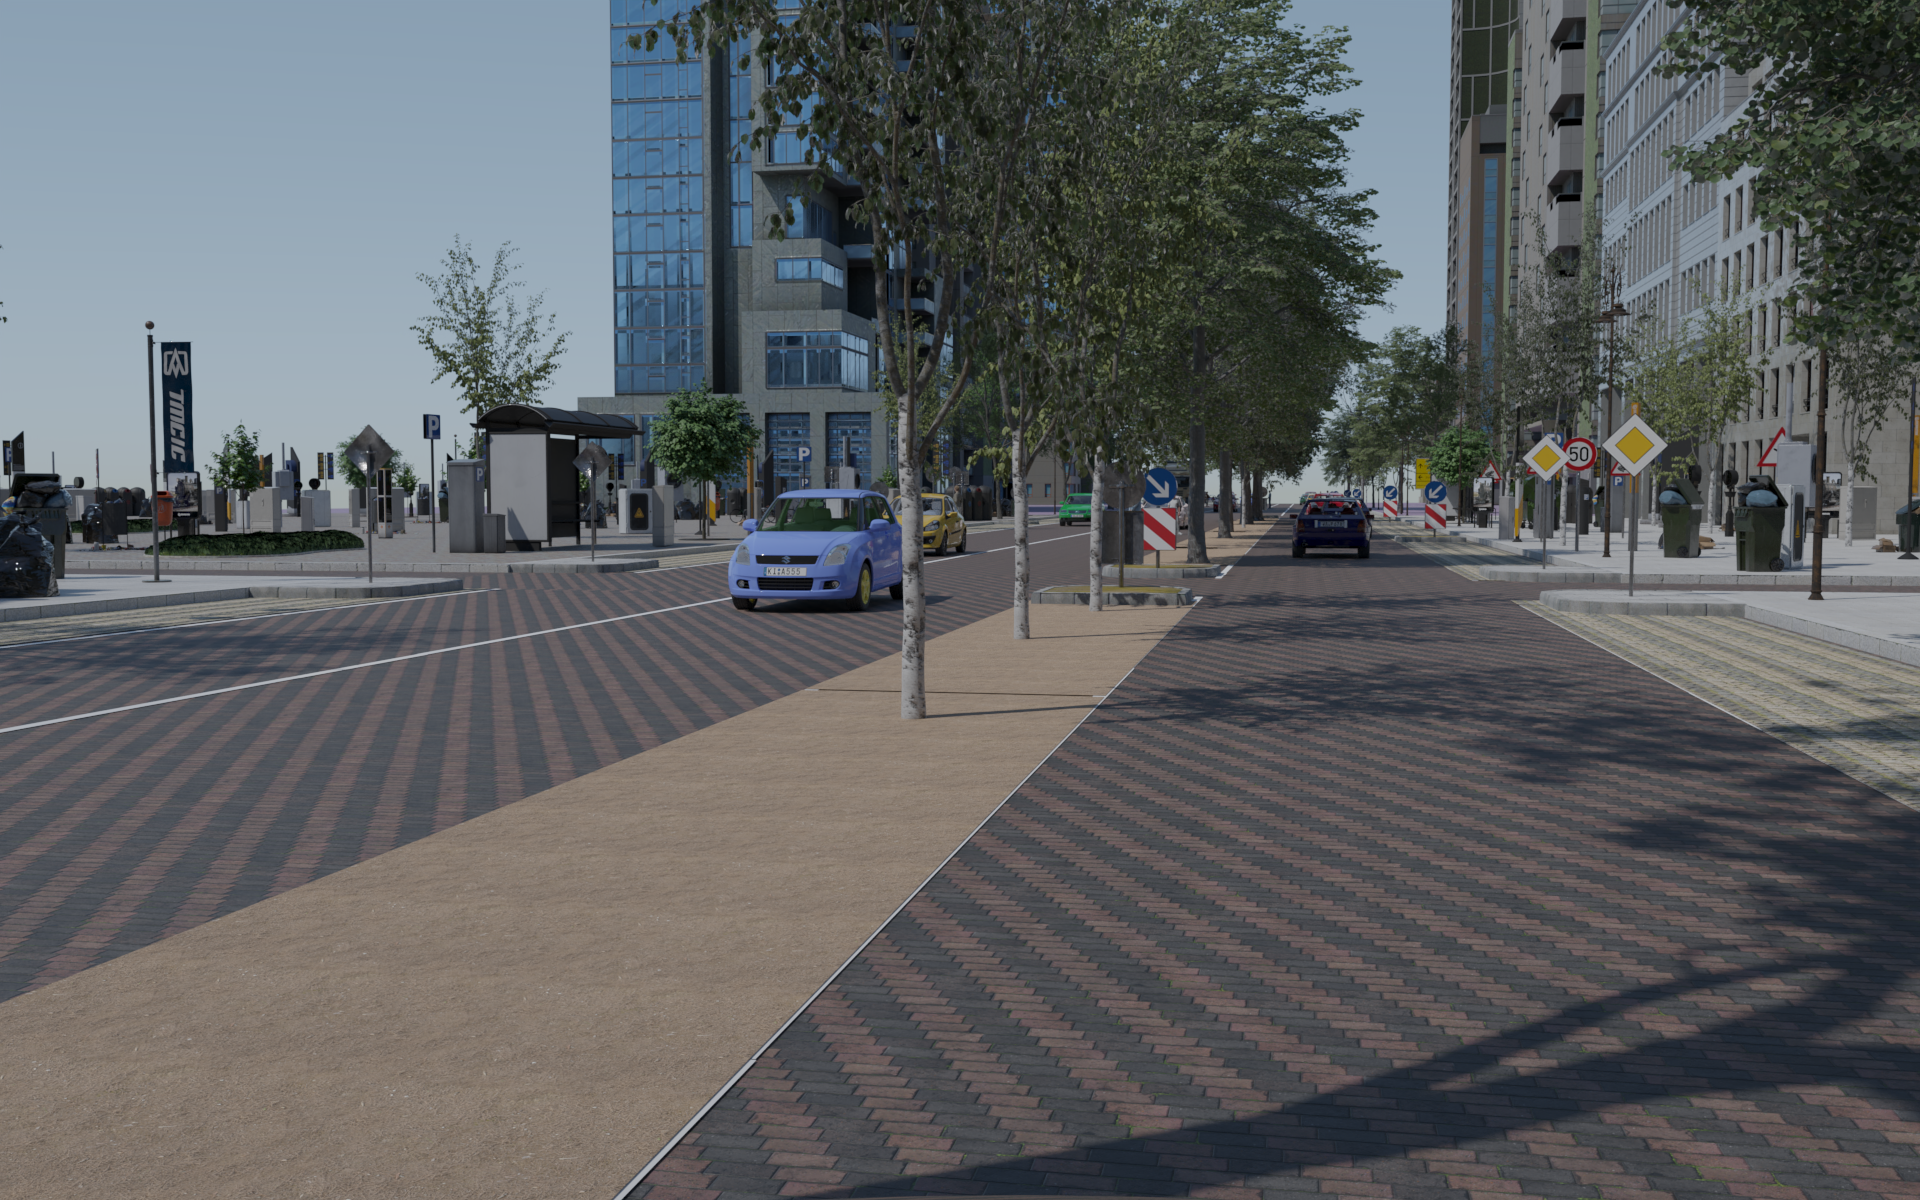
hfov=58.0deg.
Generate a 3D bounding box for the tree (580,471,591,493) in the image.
[{"bbox_3d":[-17.845,-5.232,80.141,1.663,3.219,1.824,0,3,0],"label":"tree"}]

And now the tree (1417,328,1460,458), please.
[{"bbox_3d":[30.012,-12.100,115.964,7.486,12.596,7.792,0,3,0],"label":"tree"}]

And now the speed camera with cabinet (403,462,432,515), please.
[{"bbox_3d":[-33.838,-6.929,107.630,2.038,3.252,0.660,-2,4,-27],"label":"speed camera with cabinet"}]

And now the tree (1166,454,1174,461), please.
[{"bbox_3d":[23.060,-21.057,200.165,12.611,20.169,13.585,0,3,0],"label":"tree"}]

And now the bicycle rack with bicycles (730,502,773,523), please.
[{"bbox_3d":[-8.742,-3.869,76.642,2.925,0.926,2.852,0,4,0],"label":"bicycle rack with bicycles"}]

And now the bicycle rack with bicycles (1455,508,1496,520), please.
[{"bbox_3d":[25.402,-4.495,86.879,2.925,0.926,2.852,-1,4,-11],"label":"bicycle rack with bicycles"}]

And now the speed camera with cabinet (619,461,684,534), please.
[{"bbox_3d":[-9.956,-3.763,55.856,2.038,3.252,0.660,-2,4,-35],"label":"speed camera with cabinet"}]

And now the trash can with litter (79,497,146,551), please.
[{"bbox_3d":[-18.979,-1.757,39.778,2.233,1.210,1.678,-2,4,-25],"label":"trash can with litter"}]

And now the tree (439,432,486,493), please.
[{"bbox_3d":[-15.096,-3.628,53.927,1.663,3.219,1.824,0,3,0],"label":"tree"}]

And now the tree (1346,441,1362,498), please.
[{"bbox_3d":[43.543,-14.369,185.298,4.737,8.622,4.395,0,3,0],"label":"tree"}]

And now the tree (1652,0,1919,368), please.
[{"bbox_3d":[9.413,-6.467,12.395,9.857,13.997,8.962,0,3,0],"label":"tree"}]

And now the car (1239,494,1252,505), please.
[{"bbox_3d":[33.357,-11.676,200.493,1.945,1.707,3.694,1,4,13],"label":"car"}]

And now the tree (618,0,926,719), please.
[{"bbox_3d":[-0.325,-3.529,10.516,4.360,8.622,3.978,0,3,0],"label":"tree"}]

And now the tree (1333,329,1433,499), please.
[{"bbox_3d":[47.518,-20.964,198.656,12.611,20.169,13.585,0,3,0],"label":"tree"}]

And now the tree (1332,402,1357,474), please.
[{"bbox_3d":[38.911,-13.941,162.345,8.767,10.594,7.601,1,4,20],"label":"tree"}]

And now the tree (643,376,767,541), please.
[{"bbox_3d":[-7.113,-3.945,48.215,4.285,4.588,4.351,0,3,0],"label":"tree"}]

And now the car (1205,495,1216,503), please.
[{"bbox_3d":[35.930,-14.411,248.193,1.945,1.354,3.894,1,4,10],"label":"car"}]

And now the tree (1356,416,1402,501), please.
[{"bbox_3d":[35.731,-12.016,146.826,4.360,8.622,3.978,0,3,0],"label":"tree"}]

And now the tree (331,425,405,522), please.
[{"bbox_3d":[-27.852,-5.963,81.207,4.285,4.588,4.351,0,3,0],"label":"tree"}]

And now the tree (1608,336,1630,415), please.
[{"bbox_3d":[28.052,-7.267,69.172,4.737,8.622,4.395,0,3,0],"label":"tree"}]

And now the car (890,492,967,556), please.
[{"bbox_3d":[-0.950,-1.898,41.250,2.015,1.641,3.980,1,4,10],"label":"car"}]

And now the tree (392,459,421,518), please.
[{"bbox_3d":[-30.358,-6.150,95.153,1.663,3.219,1.824,0,3,0],"label":"tree"}]

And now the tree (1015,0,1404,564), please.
[{"bbox_3d":[4.873,-6.976,34.649,7.486,12.596,7.792,0,3,0],"label":"tree"}]

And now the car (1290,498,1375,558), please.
[{"bbox_3d":[8.600,-1.683,40.090,1.945,1.354,3.894,1,4,12],"label":"car"}]

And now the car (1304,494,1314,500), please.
[{"bbox_3d":[36.351,-10.240,177.646,2.015,1.641,3.980,1,4,11],"label":"car"}]

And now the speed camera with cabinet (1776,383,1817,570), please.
[{"bbox_3d":[14.473,-2.194,30.207,0.660,3.252,2.038,3,4,38],"label":"speed camera with cabinet"}]

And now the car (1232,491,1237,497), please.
[{"bbox_3d":[36.662,-13.946,236.696,2.281,1.827,5.304,1,4,11],"label":"car"}]

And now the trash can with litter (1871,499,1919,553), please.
[{"bbox_3d":[20.654,-1.628,37.997,1.055,1.170,0.624,0,4,-1],"label":"trash can with litter"}]

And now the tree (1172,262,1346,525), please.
[{"bbox_3d":[13.423,-10.492,80.654,9.857,13.997,8.962,0,3,0],"label":"tree"}]

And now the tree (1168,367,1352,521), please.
[{"bbox_3d":[15.610,-10.488,90.950,9.611,12.733,9.660,0,3,0],"label":"tree"}]

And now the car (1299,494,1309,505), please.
[{"bbox_3d":[44.880,-12.974,223.925,2.131,1.459,4.920,1,4,13],"label":"car"}]

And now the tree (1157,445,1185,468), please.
[{"bbox_3d":[29.561,-18.078,229.991,8.767,10.594,7.601,3,5,40],"label":"tree"}]

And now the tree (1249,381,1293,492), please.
[{"bbox_3d":[11.961,-7.333,72.712,4.360,8.622,3.978,0,3,0],"label":"tree"}]

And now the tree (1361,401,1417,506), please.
[{"bbox_3d":[33.938,-11.252,134.327,4.737,8.622,4.395,0,3,0],"label":"tree"}]

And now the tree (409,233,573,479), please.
[{"bbox_3d":[-13.562,-6.083,49.815,4.737,8.622,4.395,0,3,0],"label":"tree"}]

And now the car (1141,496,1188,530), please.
[{"bbox_3d":[8.423,-3.596,71.158,2.083,1.381,4.827,1,4,12],"label":"car"}]

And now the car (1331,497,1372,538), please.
[{"bbox_3d":[12.865,-2.788,58.161,1.945,1.354,3.894,1,4,9],"label":"car"}]

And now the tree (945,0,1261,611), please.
[{"bbox_3d":[1.662,-4.173,21.049,4.737,8.622,4.395,0,3,0],"label":"tree"}]

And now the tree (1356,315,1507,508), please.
[{"bbox_3d":[24.869,-9.523,90.116,7.601,10.594,8.767,1,4,10],"label":"tree"}]

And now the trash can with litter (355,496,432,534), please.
[{"bbox_3d":[-18.478,-2.732,55.732,2.233,1.210,1.678,2,4,26],"label":"trash can with litter"}]

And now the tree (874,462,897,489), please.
[{"bbox_3d":[-4.390,-6.703,104.195,1.663,3.219,1.824,0,3,0],"label":"tree"}]

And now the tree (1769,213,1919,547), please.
[{"bbox_3d":[21.980,-5.609,42.065,4.360,8.622,3.978,0,3,0],"label":"tree"}]

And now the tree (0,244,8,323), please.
[{"bbox_3d":[-22.981,-5.364,38.060,4.737,8.622,4.395,0,3,0],"label":"tree"}]

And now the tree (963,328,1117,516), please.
[{"bbox_3d":[3.807,-10.791,102.194,9.928,11.665,9.643,0,3,0],"label":"tree"}]

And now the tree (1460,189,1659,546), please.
[{"bbox_3d":[15.040,-5.659,42.888,4.360,8.622,3.978,0,3,0],"label":"tree"}]

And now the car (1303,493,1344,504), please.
[{"bbox_3d":[16.269,-4.126,76.499,2.155,1.783,4.494,1,4,10],"label":"car"}]

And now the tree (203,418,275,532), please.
[{"bbox_3d":[-18.026,-3.007,43.772,1.663,3.219,1.824,0,3,0],"label":"tree"}]

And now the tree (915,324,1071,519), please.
[{"bbox_3d":[1.921,-9.448,88.883,8.767,10.594,7.601,-2,4,-25],"label":"tree"}]

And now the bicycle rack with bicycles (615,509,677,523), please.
[{"bbox_3d":[-14.024,-3.942,77.827,2.925,0.926,2.852,-1,4,-22],"label":"bicycle rack with bicycles"}]

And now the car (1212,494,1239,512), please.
[{"bbox_3d":[21.287,-7.935,138.770,2.155,1.783,4.494,1,4,12],"label":"car"}]

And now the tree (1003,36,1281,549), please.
[{"bbox_3d":[6.124,-8.086,45.038,12.009,13.543,11.850,0,3,0],"label":"tree"}]

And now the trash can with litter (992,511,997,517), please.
[{"bbox_3d":[1.585,-5.166,95.859,1.055,1.170,0.624,-1,4,-21],"label":"trash can with litter"}]

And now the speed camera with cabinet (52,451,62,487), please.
[{"bbox_3d":[-42.579,-5.232,79.877,2.038,3.252,0.660,-1,4,-21],"label":"speed camera with cabinet"}]

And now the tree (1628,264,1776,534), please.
[{"bbox_3d":[24.374,-6.474,56.213,4.737,8.622,4.395,0,3,0],"label":"tree"}]

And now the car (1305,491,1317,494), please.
[{"bbox_3d":[49.138,-14.316,242.738,2.281,1.827,5.304,1,4,9],"label":"car"}]

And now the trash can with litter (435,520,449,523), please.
[{"bbox_3d":[-23.148,-3.978,76.098,2.233,1.210,1.678,-2,4,-28],"label":"trash can with litter"}]

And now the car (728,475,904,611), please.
[{"bbox_3d":[-1.762,-0.788,22.472,1.945,1.707,3.694,1,4,10],"label":"car"}]

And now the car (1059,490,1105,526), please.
[{"bbox_3d":[5.559,-4.262,78.478,1.959,1.807,4.718,1,4,10],"label":"car"}]

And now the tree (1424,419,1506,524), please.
[{"bbox_3d":[21.863,-5.577,74.898,4.285,4.588,4.351,0,3,0],"label":"tree"}]

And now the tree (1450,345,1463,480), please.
[{"bbox_3d":[18.141,-6.539,57.271,4.360,8.622,3.978,0,3,0],"label":"tree"}]
